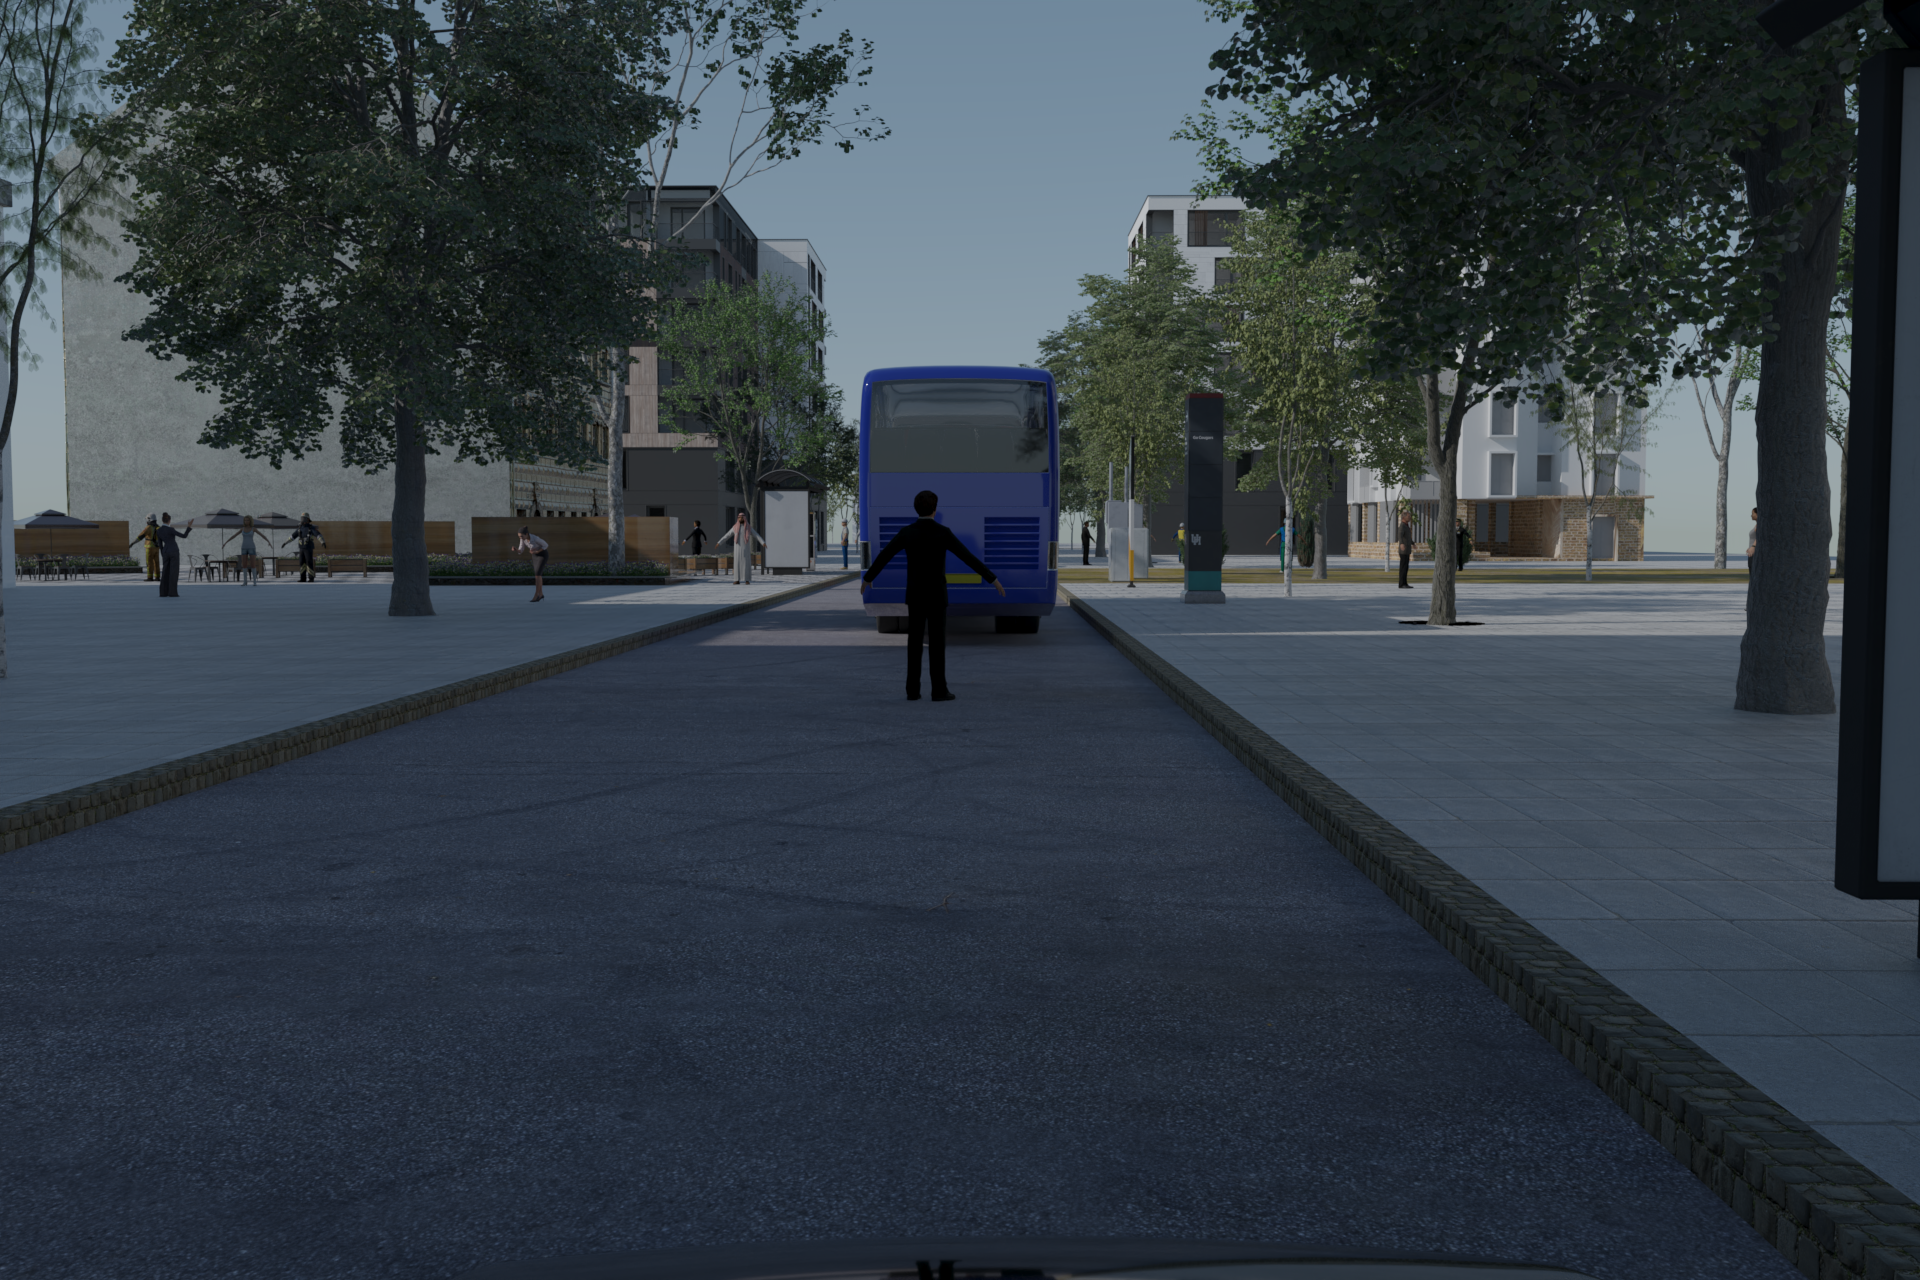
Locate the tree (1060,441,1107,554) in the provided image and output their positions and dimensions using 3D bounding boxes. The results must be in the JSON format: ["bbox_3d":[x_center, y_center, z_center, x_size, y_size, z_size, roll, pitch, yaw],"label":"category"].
[{"bbox_3d":[7.915,-9.918,112.515,4.360,8.622,3.978,0,3,0],"label":"tree"}]

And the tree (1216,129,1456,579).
[{"bbox_3d":[10.641,-8.019,49.238,7.486,12.596,7.792,0,3,0],"label":"tree"}]

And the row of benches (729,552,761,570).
[{"bbox_3d":[-7.193,-2.922,63.238,1.422,0.672,4.104,2,4,30],"label":"row of benches"}]

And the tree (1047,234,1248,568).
[{"bbox_3d":[7.205,-9.011,65.453,7.486,12.596,7.792,0,3,0],"label":"tree"}]

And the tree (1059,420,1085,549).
[{"bbox_3d":[8.443,-13.782,151.089,9.928,11.665,9.643,0,3,0],"label":"tree"}]

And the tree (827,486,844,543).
[{"bbox_3d":[-17.662,-17.496,236.416,4.737,8.622,4.395,0,3,0],"label":"tree"}]

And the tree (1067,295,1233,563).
[{"bbox_3d":[8.199,-9.179,75.827,9.928,11.665,9.643,0,3,0],"label":"tree"}]

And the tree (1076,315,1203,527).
[{"bbox_3d":[6.090,-6.659,59.233,4.737,8.622,4.395,0,3,0],"label":"tree"}]

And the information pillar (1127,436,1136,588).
[{"bbox_3d":[4.123,-3.073,41.603,0.183,3.616,0.504,0,4,1],"label":"information pillar"}]

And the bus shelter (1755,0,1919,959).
[{"bbox_3d":[3.391,-0.529,2.569,2.014,3.302,5.546,0,4,1],"label":"bus shelter"}]

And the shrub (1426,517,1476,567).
[{"bbox_3d":[17.978,-3.633,63.435,1.661,2.075,1.752,0,3,0],"label":"shrub"}]

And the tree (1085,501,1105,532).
[{"bbox_3d":[18.918,-17.478,236.129,4.737,8.622,4.395,0,3,0],"label":"tree"}]

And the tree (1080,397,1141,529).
[{"bbox_3d":[7.883,-8.461,88.697,4.737,8.622,4.395,0,3,0],"label":"tree"}]

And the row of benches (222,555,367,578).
[{"bbox_3d":[-19.591,-2.164,50.841,4.104,0.672,1.422,-1,4,-16],"label":"row of benches"}]

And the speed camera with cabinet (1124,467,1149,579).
[{"bbox_3d":[5.072,-3.413,50.143,0.660,3.252,2.038,0,4,0],"label":"speed camera with cabinet"}]

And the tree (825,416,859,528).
[{"bbox_3d":[-6.859,-9.388,103.853,4.737,8.622,4.395,0,3,0],"label":"tree"}]

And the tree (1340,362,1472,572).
[{"bbox_3d":[14.772,-6.624,58.660,4.737,8.622,4.395,0,3,0],"label":"tree"}]

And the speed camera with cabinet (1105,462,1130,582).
[{"bbox_3d":[4.330,-3.224,47.047,0.660,3.252,2.038,0,4,1],"label":"speed camera with cabinet"}]

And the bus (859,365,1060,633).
[{"bbox_3d":[-0.048,-2.218,27.816,2.896,3.916,12.251,0,4,0],"label":"bus"}]

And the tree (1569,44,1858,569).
[{"bbox_3d":[28.632,-12.773,64.734,12.611,20.169,13.585,0,3,0],"label":"tree"}]

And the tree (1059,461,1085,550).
[{"bbox_3d":[9.279,-11.762,142.677,4.360,8.622,3.978,0,3,0],"label":"tree"}]

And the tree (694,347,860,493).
[{"bbox_3d":[-7.998,-9.003,81.608,8.767,10.594,7.601,-3,5,-43],"label":"tree"}]

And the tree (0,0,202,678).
[{"bbox_3d":[-8.483,-3.955,15.021,4.360,8.622,3.978,0,3,0],"label":"tree"}]

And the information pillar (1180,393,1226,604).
[{"bbox_3d":[4.520,-2.617,32.159,0.750,3.857,0.750,0,4,1],"label":"information pillar"}]

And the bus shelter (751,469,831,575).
[{"bbox_3d":[-5.449,-3.832,56.575,2.014,3.302,5.546,0,4,0],"label":"bus shelter"}]

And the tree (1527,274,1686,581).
[{"bbox_3d":[17.405,-5.961,47.825,4.360,8.622,3.978,0,3,0],"label":"tree"}]

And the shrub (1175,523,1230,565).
[{"bbox_3d":[7.855,-3.181,56.047,1.661,2.075,1.752,0,3,0],"label":"shrub"}]

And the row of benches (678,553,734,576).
[{"bbox_3d":[-8.143,-2.341,53.740,1.422,0.672,4.104,2,4,34],"label":"row of benches"}]

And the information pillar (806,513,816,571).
[{"bbox_3d":[-5.162,-3.387,59.877,0.304,2.012,0.304,0,4,2],"label":"information pillar"}]

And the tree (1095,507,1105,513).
[{"bbox_3d":[21.408,-17.797,241.347,4.360,8.622,3.978,0,3,0],"label":"tree"}]

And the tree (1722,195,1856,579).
[{"bbox_3d":[25.887,-7.606,50.109,9.928,11.665,9.643,0,3,0],"label":"tree"}]

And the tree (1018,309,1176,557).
[{"bbox_3d":[7.773,-11.612,96.504,9.857,13.997,8.962,0,3,0],"label":"tree"}]

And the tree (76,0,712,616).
[{"bbox_3d":[-8.640,-7.361,27.005,9.857,13.997,8.962,0,3,0],"label":"tree"}]

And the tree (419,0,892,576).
[{"bbox_3d":[-8.169,-11.538,44.531,12.611,20.169,13.585,0,3,0],"label":"tree"}]
